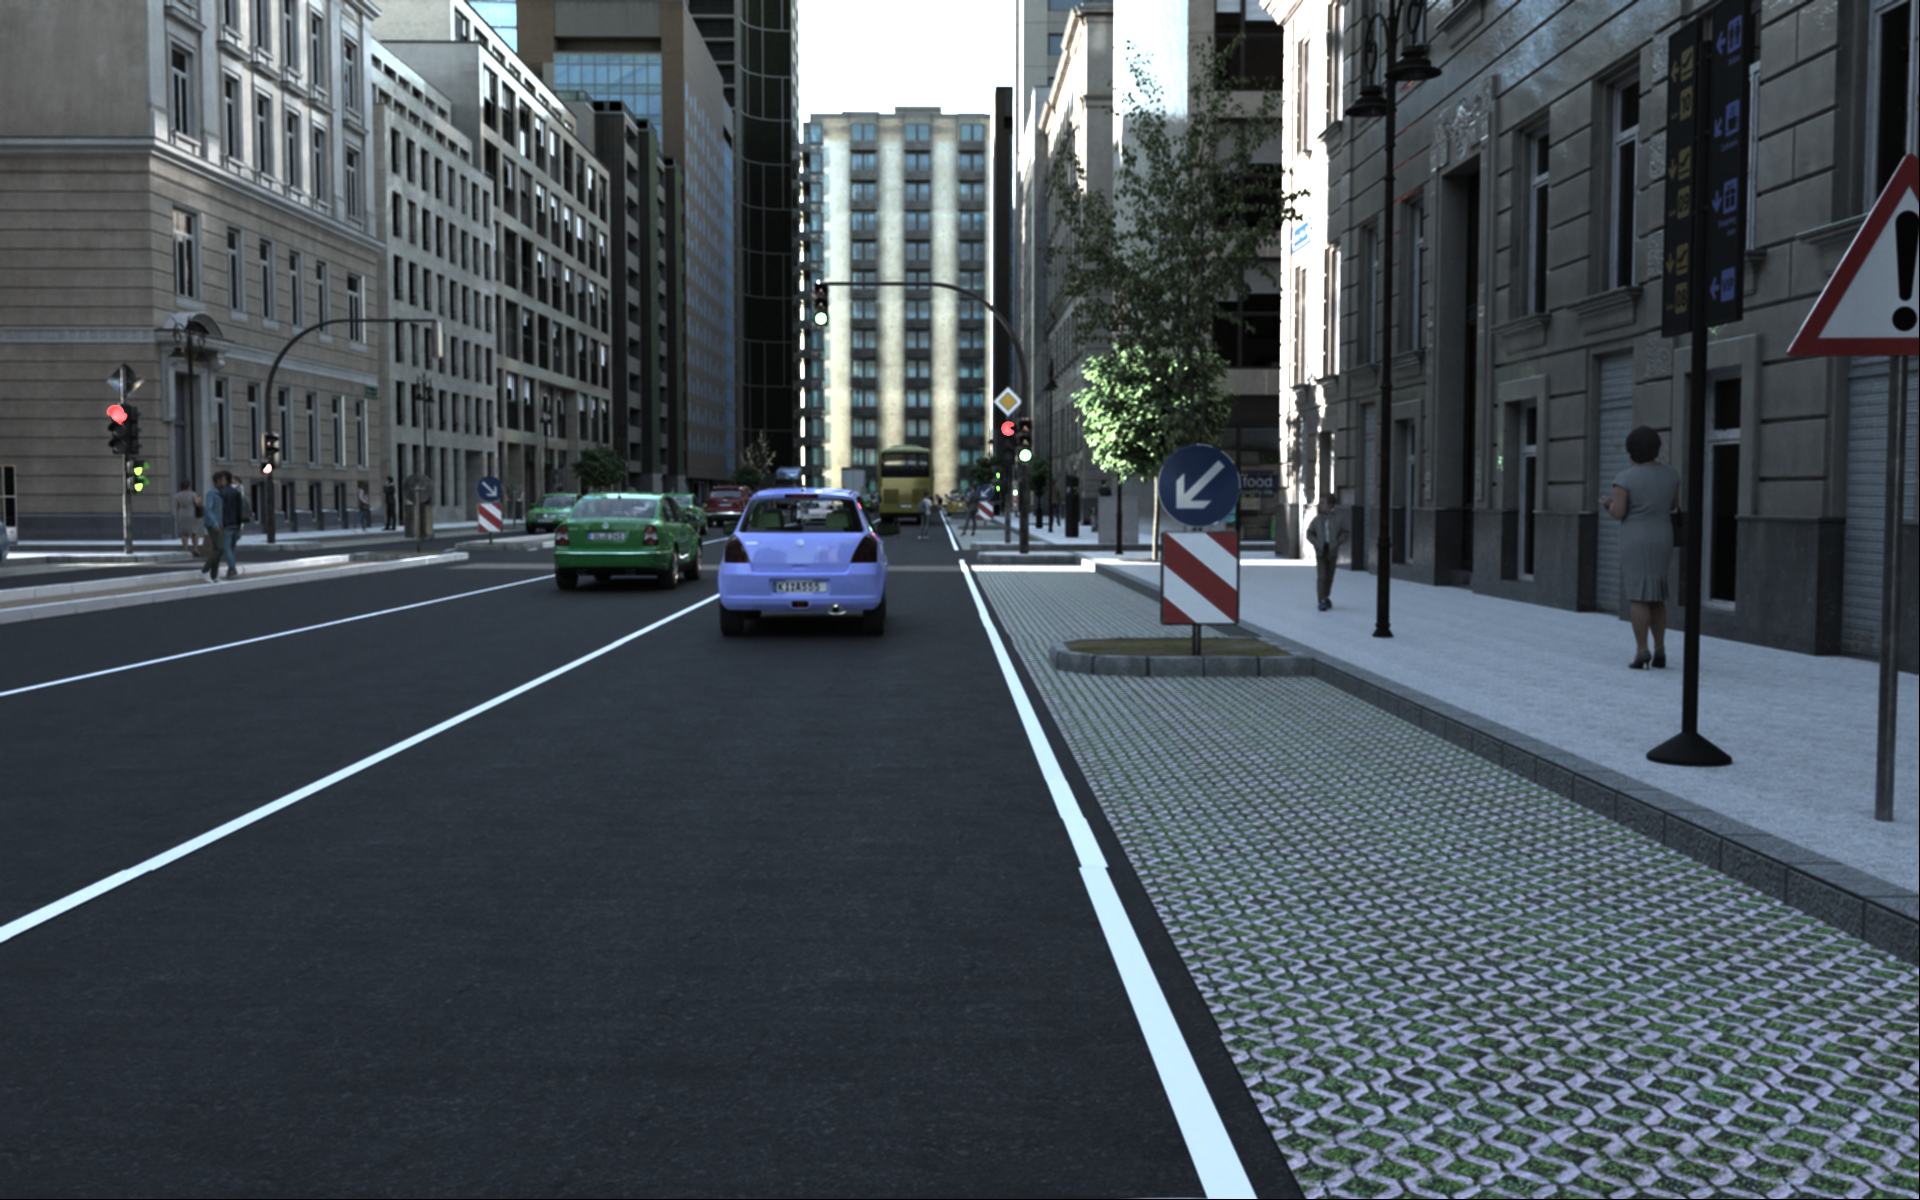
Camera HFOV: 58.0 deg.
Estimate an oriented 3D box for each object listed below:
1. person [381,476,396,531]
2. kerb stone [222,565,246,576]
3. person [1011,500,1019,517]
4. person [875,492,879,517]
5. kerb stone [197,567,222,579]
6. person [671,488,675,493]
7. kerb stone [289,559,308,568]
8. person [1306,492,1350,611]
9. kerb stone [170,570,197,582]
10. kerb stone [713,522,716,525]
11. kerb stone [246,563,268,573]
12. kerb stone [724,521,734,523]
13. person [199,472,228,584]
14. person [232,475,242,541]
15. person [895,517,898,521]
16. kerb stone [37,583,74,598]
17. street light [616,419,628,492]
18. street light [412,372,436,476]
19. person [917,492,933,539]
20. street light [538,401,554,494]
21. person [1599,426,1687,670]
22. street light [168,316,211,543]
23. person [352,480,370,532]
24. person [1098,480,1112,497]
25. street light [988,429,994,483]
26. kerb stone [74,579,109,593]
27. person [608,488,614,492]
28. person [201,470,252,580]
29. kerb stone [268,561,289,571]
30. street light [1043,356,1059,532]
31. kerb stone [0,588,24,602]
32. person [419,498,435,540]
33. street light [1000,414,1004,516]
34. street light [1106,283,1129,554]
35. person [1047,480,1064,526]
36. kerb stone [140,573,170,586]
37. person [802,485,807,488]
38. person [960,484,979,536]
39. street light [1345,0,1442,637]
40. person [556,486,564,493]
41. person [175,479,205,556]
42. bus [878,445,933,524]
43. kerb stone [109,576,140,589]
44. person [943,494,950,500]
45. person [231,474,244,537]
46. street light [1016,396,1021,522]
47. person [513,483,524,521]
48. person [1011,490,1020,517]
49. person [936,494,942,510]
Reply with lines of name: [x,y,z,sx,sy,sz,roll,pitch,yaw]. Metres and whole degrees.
person: [-20.094,-3.396,60.937,0.474,1.900,0.648,-2,4,-31]
kerb stone: [-12.854,-0.503,30.423,0.120,0.150,1.000,0,4,-1]
person: [3.031,-5.650,98.268,0.795,1.843,0.661,0,4,-5]
person: [-4.966,-6.031,106.970,0.638,1.841,0.748,-1,4,-18]
kerb stone: [-12.834,-0.436,29.396,0.120,0.150,1.000,0,4,-1]
person: [-18.649,-6.359,112.342,0.514,1.842,0.818,1,4,21]
kerb stone: [-12.893,-0.690,33.489,0.120,0.150,1.000,0,4,-1]
person: [4.089,-0.546,19.240,0.475,1.303,0.640,0,4,3]
kerb stone: [-12.820,-0.378,28.368,0.120,0.150,1.000,0,4,-1]
kerb stone: [-11.552,-3.667,82.153,0.120,0.150,1.000,0,4,-1]
kerb stone: [-12.856,-0.560,31.445,0.120,0.150,1.000,0,4,-1]
kerb stone: [-11.629,-3.977,87.287,0.120,0.150,1.000,0,4,-1]
person: [-11.864,-1.144,27.541,0.444,1.785,0.601,0,4,-2]
person: [-19.918,-2.511,47.371,0.573,1.790,0.520,-2,4,-27]
person: [-3.707,-5.150,92.611,0.836,1.842,0.656,1,4,16]
kerb stone: [-12.756,-0.126,24.264,0.120,0.150,1.000,0,4,-1]
street light: [-20.958,-8.233,107.399,0.468,5.910,1.993,0,4,-1]
street light: [-20.281,-5.684,65.714,0.468,5.910,1.993,0,4,-1]
person: [-1.132,-2.709,55.394,0.503,1.515,0.523,0,4,-7]
street light: [-20.578,-6.938,86.224,0.468,5.910,1.993,0,4,-1]
person: [5.086,-0.390,12.775,0.716,1.782,0.532,-1,4,-8]
street light: [-20.042,-4.429,45.203,0.468,5.910,1.993,0,4,-1]
person: [-20.182,-3.160,58.300,0.643,1.750,0.593,-2,4,-28]
person: [6.335,-4.279,75.363,0.648,1.900,0.474,0,4,0]
street light: [2.142,-9.011,120.124,0.468,5.910,1.993,0,4,-1]
kerb stone: [-12.763,-0.186,25.286,0.120,0.150,1.000,0,4,-1]
person: [-22.529,-6.427,111.542,0.534,1.772,0.576,2,4,33]
person: [-12.284,-1.252,28.954,0.713,1.824,0.794,3,5,40]
kerb stone: [-12.876,-0.621,32.467,0.120,0.150,1.000,0,4,-1]
street light: [3.054,-5.227,58.242,0.468,5.910,1.993,0,4,-1]
kerb stone: [-12.741,-0.064,23.242,0.120,0.150,1.000,0,4,-1]
person: [-16.707,-2.758,54.022,0.576,1.772,0.534,1,4,13]
street light: [2.490,-7.757,99.615,0.468,5.910,1.993,0,4,-1]
street light: [3.397,-3.914,36.775,0.468,5.910,1.993,0,4,-1]
person: [3.859,-3.904,69.785,0.656,1.842,0.836,-1,4,-17]
kerb stone: [-12.802,-0.314,27.346,0.120,0.150,1.000,0,4,-1]
person: [-5.823,-3.389,64.264,0.624,1.780,0.694,-2,4,-30]
person: [0.317,-3.093,59.345,0.573,1.790,0.520,1,4,20]
street light: [3.802,-2.606,15.397,0.468,5.910,1.993,0,4,-1]
person: [-17.004,-3.994,74.161,0.716,1.782,0.532,-1,4,-22]
person: [-17.688,-1.902,39.956,0.716,1.782,0.532,0,4,-2]
bus: [-2.697,-5.776,85.991,2.896,3.916,12.252,0,4,-2]
kerb stone: [-12.790,-0.250,26.316,0.120,0.150,1.000,0,4,-1]
person: [-1.048,-8.844,156.289,0.628,1.438,0.799,3,4,37]
person: [-20.196,-2.593,48.313,0.514,1.842,0.818,-1,4,-17]
street light: [2.785,-6.481,78.753,0.468,5.910,1.993,0,4,-1]
person: [-21.047,-4.666,82.555,0.641,1.798,0.478,2,4,30]
person: [2.945,-5.468,95.546,0.778,1.811,0.616,1,4,11]
person: [-1.860,-8.596,152.272,0.697,1.427,0.421,3,5,45]
